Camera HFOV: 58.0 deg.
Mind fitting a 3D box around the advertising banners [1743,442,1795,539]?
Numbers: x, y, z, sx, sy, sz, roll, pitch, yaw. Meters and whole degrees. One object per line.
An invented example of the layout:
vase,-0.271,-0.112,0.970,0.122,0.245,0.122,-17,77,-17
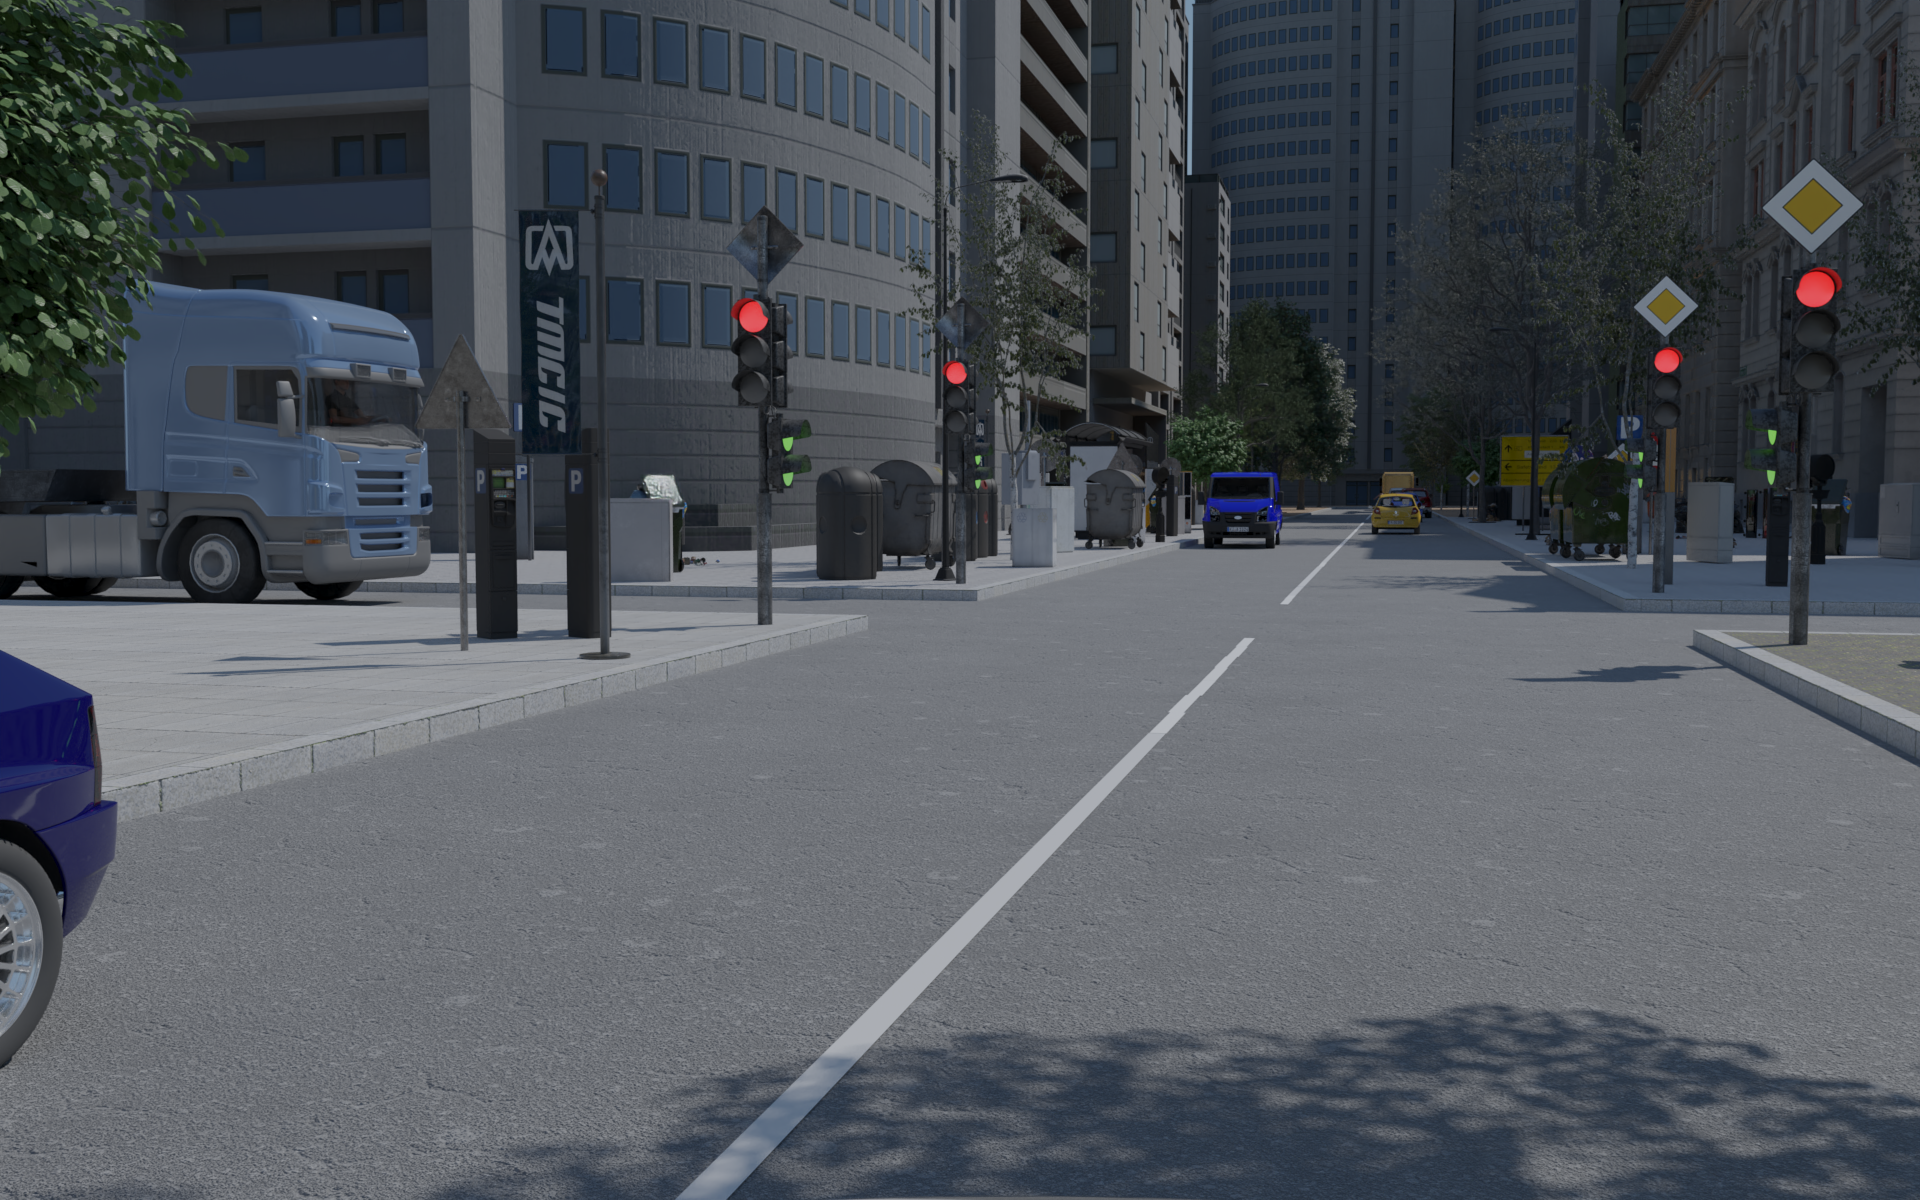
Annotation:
advertising banners,23.255,-3.277,49.768,0.090,3.025,2.074,-1,4,-12

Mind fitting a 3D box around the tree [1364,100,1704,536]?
tree,17.954,-8.781,53.939,12.009,13.543,11.850,0,3,0

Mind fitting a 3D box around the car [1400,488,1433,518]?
car,27.401,-5.866,104.587,2.281,1.827,5.304,1,4,13

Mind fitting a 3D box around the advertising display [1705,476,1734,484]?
advertising display,27.741,-3.555,63.339,0.974,1.923,0.123,1,4,20

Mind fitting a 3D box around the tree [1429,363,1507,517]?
tree,29.133,-9.047,98.288,4.360,8.622,3.978,0,3,0

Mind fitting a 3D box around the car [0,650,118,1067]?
car,-3.562,0.576,3.164,1.945,1.354,3.894,1,4,16

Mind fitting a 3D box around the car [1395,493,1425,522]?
car,22.836,-4.844,88.783,1.945,1.707,3.694,1,4,14

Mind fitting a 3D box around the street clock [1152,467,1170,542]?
street clock,5.324,-2.535,46.022,0.471,2.002,0.358,-3,5,-41

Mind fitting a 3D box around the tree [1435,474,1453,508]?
tree,44.540,-10.124,160.126,1.663,3.219,1.824,0,3,0

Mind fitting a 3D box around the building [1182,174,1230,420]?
building,17.561,-23.747,159.972,14.107,30.474,14.160,1,4,14

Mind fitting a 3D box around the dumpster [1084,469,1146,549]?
dumpster,3.646,-2.148,40.872,1.264,1.857,1.865,1,4,14

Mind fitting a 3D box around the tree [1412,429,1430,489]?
tree,39.781,-11.799,143.280,4.360,8.622,3.978,0,3,0

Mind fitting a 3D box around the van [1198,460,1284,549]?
van,7.766,-2.629,47.376,2.240,2.365,5.245,1,4,13

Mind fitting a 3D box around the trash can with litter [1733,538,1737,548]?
trash can with litter,18.296,-1.843,41.521,0.624,1.170,1.055,0,4,-4

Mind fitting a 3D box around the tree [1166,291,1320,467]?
tree,12.954,-8.869,79.422,7.601,10.594,8.767,1,4,9

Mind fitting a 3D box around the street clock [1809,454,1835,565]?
street clock,15.649,-1.650,31.547,0.471,2.002,0.358,-1,4,-19

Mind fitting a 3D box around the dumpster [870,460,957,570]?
dumpster,-0.829,-1.483,30.004,1.264,1.857,1.865,1,4,14

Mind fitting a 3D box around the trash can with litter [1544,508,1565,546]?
trash can with litter,14.801,-1.937,43.057,0.624,1.170,1.055,0,4,-1

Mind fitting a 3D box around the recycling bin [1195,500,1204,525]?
recycling bin,9.909,-3.702,73.081,0.722,1.027,0.722,1,4,9

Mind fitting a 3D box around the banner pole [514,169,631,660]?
banner pole,-3.015,-1.434,13.471,0.863,3.779,0.401,0,4,0

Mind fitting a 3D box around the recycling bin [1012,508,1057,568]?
recycling bin,1.317,-1.103,30.593,0.722,1.027,0.722,1,4,9

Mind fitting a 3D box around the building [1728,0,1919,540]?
building,33.907,-16.393,55.408,14.401,28.519,23.554,1,4,14

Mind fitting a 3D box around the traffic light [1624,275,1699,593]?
traffic light,9.070,-2.049,22.428,0.839,4.253,0.868,1,4,14

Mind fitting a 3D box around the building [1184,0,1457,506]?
building,40.770,-40.043,196.707,28.212,58.520,21.231,1,4,14

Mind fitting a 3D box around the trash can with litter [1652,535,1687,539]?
trash can with litter,20.957,-2.357,49.594,2.233,1.210,1.678,1,4,20

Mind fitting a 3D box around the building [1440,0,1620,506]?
building,68.152,-39.580,189.136,28.212,58.520,21.231,1,4,14

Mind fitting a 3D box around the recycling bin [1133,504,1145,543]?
recycling bin,4.401,-2.007,45.371,0.722,1.027,0.722,2,4,28

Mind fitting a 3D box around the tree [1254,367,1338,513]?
tree,21.886,-11.792,118.557,9.928,11.665,9.643,0,3,0

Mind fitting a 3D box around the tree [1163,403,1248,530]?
tree,8.980,-4.844,62.910,4.285,4.588,4.351,0,3,0

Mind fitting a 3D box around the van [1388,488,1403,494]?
van,29.949,-6.801,118.214,2.013,2.044,4.112,1,4,13

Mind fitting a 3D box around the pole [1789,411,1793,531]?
pole,20.347,-2.984,42.632,0.158,3.312,0.155,0,3,0

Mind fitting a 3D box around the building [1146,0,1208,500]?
building,9.349,-42.782,137.744,20.563,71.187,20.611,1,4,14

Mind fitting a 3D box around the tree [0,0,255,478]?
tree,-5.366,-1.525,8.653,4.285,4.588,4.351,0,3,0

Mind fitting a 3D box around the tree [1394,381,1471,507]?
tree,46.566,-15.406,170.016,7.486,12.596,7.792,0,3,0

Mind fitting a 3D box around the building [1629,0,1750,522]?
building,38.790,-17.268,79.587,12.463,27.353,25.104,1,4,14

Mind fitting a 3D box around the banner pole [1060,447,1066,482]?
banner pole,4.758,-5.574,81.147,0.863,3.779,0.401,3,5,40

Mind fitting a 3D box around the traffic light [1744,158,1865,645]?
traffic light,7.139,-1.575,14.679,0.839,4.253,0.868,1,4,14

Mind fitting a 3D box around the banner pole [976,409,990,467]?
banner pole,0.679,-3.735,51.077,0.401,3.779,0.863,2,4,35

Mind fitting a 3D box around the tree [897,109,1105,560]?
tree,0.973,-5.065,33.169,4.360,8.622,3.978,0,3,0

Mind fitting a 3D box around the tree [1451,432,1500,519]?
tree,26.907,-6.448,89.131,4.285,4.588,4.351,0,3,0

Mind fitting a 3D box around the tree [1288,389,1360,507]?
tree,34.552,-15.211,166.829,7.486,12.596,7.792,0,3,0

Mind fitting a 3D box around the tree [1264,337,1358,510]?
tree,28.018,-14.399,142.073,9.857,13.997,8.962,0,3,0

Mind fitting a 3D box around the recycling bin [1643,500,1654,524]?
recycling bin,30.329,-3.856,75.601,0.722,1.027,0.722,-1,4,-22

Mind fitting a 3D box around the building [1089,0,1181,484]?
building,0.044,-32.198,115.672,28.713,52.752,27.495,1,4,14

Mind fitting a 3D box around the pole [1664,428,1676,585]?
pole,10.024,-1.876,24.510,0.158,3.312,0.155,0,3,0

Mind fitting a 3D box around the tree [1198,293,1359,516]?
tree,17.998,-11.147,99.262,9.611,12.733,9.660,0,3,0

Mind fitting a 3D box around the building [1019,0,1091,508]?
building,-5.589,-28.450,88.867,21.300,48.544,21.600,1,4,14

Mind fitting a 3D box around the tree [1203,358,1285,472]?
tree,14.862,-8.538,89.957,4.737,8.622,4.395,0,3,0

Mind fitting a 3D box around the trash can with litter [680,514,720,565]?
trash can with litter,-5.237,-1.278,31.947,1.678,1.210,2.233,-1,4,-20

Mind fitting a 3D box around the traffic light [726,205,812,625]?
traffic light,-1.901,-1.712,16.906,0.839,4.253,0.868,1,4,14

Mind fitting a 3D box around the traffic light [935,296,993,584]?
traffic light,0.030,-2.186,24.655,0.839,4.253,0.868,1,4,14

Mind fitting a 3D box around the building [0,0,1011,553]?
building,-11.400,-31.091,50.335,21.231,58.520,28.212,1,4,14

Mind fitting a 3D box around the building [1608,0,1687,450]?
building,44.719,-20.061,99.697,14.160,30.474,14.107,1,4,14

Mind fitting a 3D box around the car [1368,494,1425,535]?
car,15.788,-3.208,62.668,2.015,1.641,3.980,1,4,14

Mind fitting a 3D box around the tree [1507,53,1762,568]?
tree,11.669,-4.864,29.892,4.360,8.622,3.978,0,3,0
